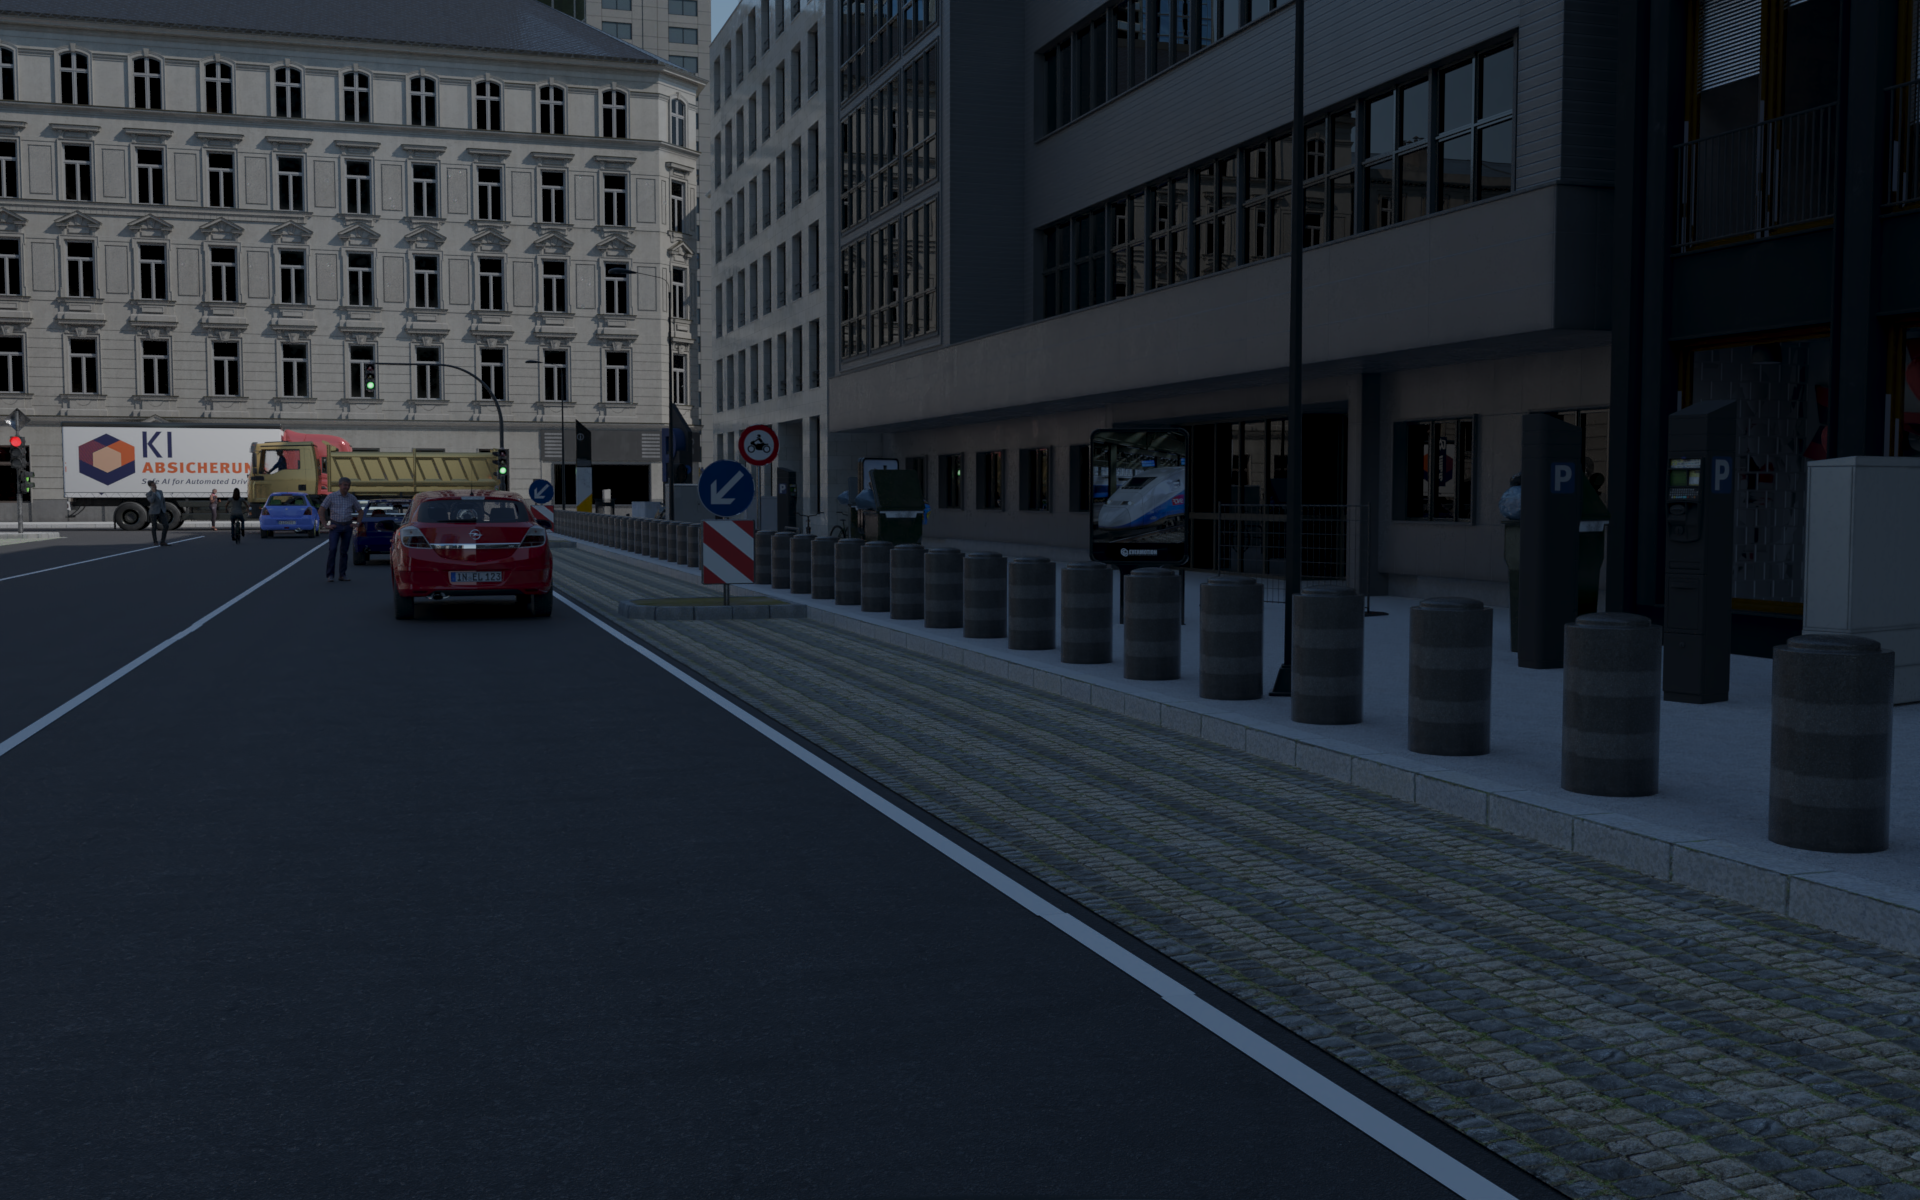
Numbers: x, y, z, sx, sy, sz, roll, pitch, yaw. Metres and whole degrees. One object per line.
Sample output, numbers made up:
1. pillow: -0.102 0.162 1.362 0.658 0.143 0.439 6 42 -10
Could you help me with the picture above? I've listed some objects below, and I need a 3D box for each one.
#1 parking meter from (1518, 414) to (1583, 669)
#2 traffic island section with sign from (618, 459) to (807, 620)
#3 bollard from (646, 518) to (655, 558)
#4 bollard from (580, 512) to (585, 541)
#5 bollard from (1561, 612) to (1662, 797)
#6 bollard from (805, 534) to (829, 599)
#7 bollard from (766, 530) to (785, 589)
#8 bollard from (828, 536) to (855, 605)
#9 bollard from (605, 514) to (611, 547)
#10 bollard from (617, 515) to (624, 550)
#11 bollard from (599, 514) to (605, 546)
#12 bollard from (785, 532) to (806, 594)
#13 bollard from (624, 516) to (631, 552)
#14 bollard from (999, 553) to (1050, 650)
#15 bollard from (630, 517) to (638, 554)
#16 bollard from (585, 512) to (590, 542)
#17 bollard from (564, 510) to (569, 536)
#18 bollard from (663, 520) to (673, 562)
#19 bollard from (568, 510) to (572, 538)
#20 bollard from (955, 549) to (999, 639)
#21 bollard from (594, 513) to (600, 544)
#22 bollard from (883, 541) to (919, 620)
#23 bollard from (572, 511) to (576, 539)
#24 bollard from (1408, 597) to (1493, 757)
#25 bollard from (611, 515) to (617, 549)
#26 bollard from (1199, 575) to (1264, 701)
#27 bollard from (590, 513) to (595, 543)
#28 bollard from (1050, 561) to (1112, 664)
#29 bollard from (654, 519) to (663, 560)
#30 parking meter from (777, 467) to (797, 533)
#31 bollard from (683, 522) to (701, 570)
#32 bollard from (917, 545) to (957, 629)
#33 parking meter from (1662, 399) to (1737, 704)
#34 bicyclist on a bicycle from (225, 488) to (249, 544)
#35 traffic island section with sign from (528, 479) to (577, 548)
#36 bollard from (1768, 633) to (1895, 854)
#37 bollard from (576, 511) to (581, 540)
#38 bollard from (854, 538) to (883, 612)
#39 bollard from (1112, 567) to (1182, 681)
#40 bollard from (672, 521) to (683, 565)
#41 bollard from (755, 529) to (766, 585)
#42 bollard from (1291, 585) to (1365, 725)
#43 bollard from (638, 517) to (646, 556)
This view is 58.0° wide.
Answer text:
1. parking meter: 4.360 -0.433 12.787 0.399 1.863 0.255 -2 4 -23
2. traffic island section with sign: -2.998 -0.726 20.504 1.989 1.847 2.006 -1 4 -18
3. bollard: -6.074 -1.242 35.018 0.404 0.777 0.398 0 3 0
4. bollard: -10.146 -2.013 47.626 0.404 0.777 0.398 0 3 0
5. bollard: 2.820 0.442 7.497 0.404 0.777 0.398 0 3 0
6. bollard: -1.626 -0.400 21.257 0.404 0.777 0.398 0 3 0
7. bollard: -2.366 -0.541 23.560 0.404 0.777 0.398 0 3 0
8. bollard: -1.256 -0.330 20.113 0.404 0.777 0.398 0 3 0
9. bollard: -8.301 -1.663 41.905 0.404 0.777 0.398 0 3 0
10. bollard: -7.561 -1.523 39.618 0.404 0.777 0.398 0 3 0
11. bollard: -8.670 -1.733 43.049 0.404 0.777 0.398 0 3 0
12. bollard: -1.997 -0.470 22.400 0.404 0.777 0.398 0 3 0
13. bollard: -7.189 -1.453 38.473 0.404 0.777 0.398 0 3 0
14. bollard: 0.597 0.021 14.374 0.404 0.777 0.398 0 3 0
15. bollard: -6.817 -1.383 37.330 0.404 0.777 0.398 0 3 0
16. bollard: -9.777 -1.943 46.482 0.404 0.777 0.398 0 3 0
17. bollard: -11.626 -2.294 52.219 0.404 0.777 0.398 0 3 0
18. bollard: -5.334 -1.102 32.731 0.404 0.777 0.398 0 3 0
19. bollard: -11.255 -2.223 51.057 0.404 0.777 0.398 0 3 0
20. bollard: 0.227 -0.050 15.531 0.404 0.777 0.398 0 3 0
21. bollard: -9.036 -1.803 44.194 0.404 0.777 0.398 0 3 0
22. bollard: -0.520 -0.190 17.825 0.404 0.777 0.398 0 3 0
23. bollard: -10.883 -2.153 49.914 0.404 0.777 0.398 0 3 0
24. bollard: 2.445 0.372 8.639 0.404 0.777 0.398 0 3 0
25. bollard: -7.926 -1.593 40.763 0.404 0.777 0.398 0 3 0
26. bollard: 1.713 0.232 10.928 0.404 0.777 0.398 0 3 0
27. bollard: -9.403 -1.873 45.338 0.404 0.777 0.398 0 3 0
28. bollard: 0.967 0.092 13.219 0.404 0.777 0.398 0 3 0
29. bollard: -5.703 -1.172 33.875 0.404 0.777 0.398 0 3 0
30. parking meter: -3.759 -1.953 37.644 0.399 1.863 0.255 3 4 36
31. bollard: -4.593 -0.961 30.434 0.404 0.777 0.398 0 3 0
32. bollard: -0.146 -0.120 16.676 0.404 0.777 0.398 0 3 0
33. parking meter: 4.557 -0.304 10.680 0.399 1.863 0.255 -3 4 -36
34. bicyclist on a bicycle: -20.738 -2.426 49.692 1.499 1.676 1.625 -1 4 -19
35. traffic island section with sign: -11.423 -2.323 46.611 1.989 1.847 2.006 -1 4 -18
36. bollard: 3.191 0.512 6.351 0.404 0.777 0.398 0 3 0
37. bollard: -10.516 -2.083 48.769 0.404 0.777 0.398 0 3 0
38. bollard: -0.885 -0.260 18.970 0.404 0.777 0.398 0 3 0
39. bollard: 1.341 0.162 12.071 0.404 0.777 0.398 0 3 0
40. bollard: -4.965 -1.032 31.587 0.404 0.777 0.398 0 3 0
41. bollard: -2.738 -0.611 24.703 0.404 0.777 0.398 0 3 0
42. bollard: 2.077 0.302 9.783 0.404 0.777 0.398 0 3 0
43. bollard: -6.447 -1.312 36.173 0.404 0.777 0.398 0 3 0
